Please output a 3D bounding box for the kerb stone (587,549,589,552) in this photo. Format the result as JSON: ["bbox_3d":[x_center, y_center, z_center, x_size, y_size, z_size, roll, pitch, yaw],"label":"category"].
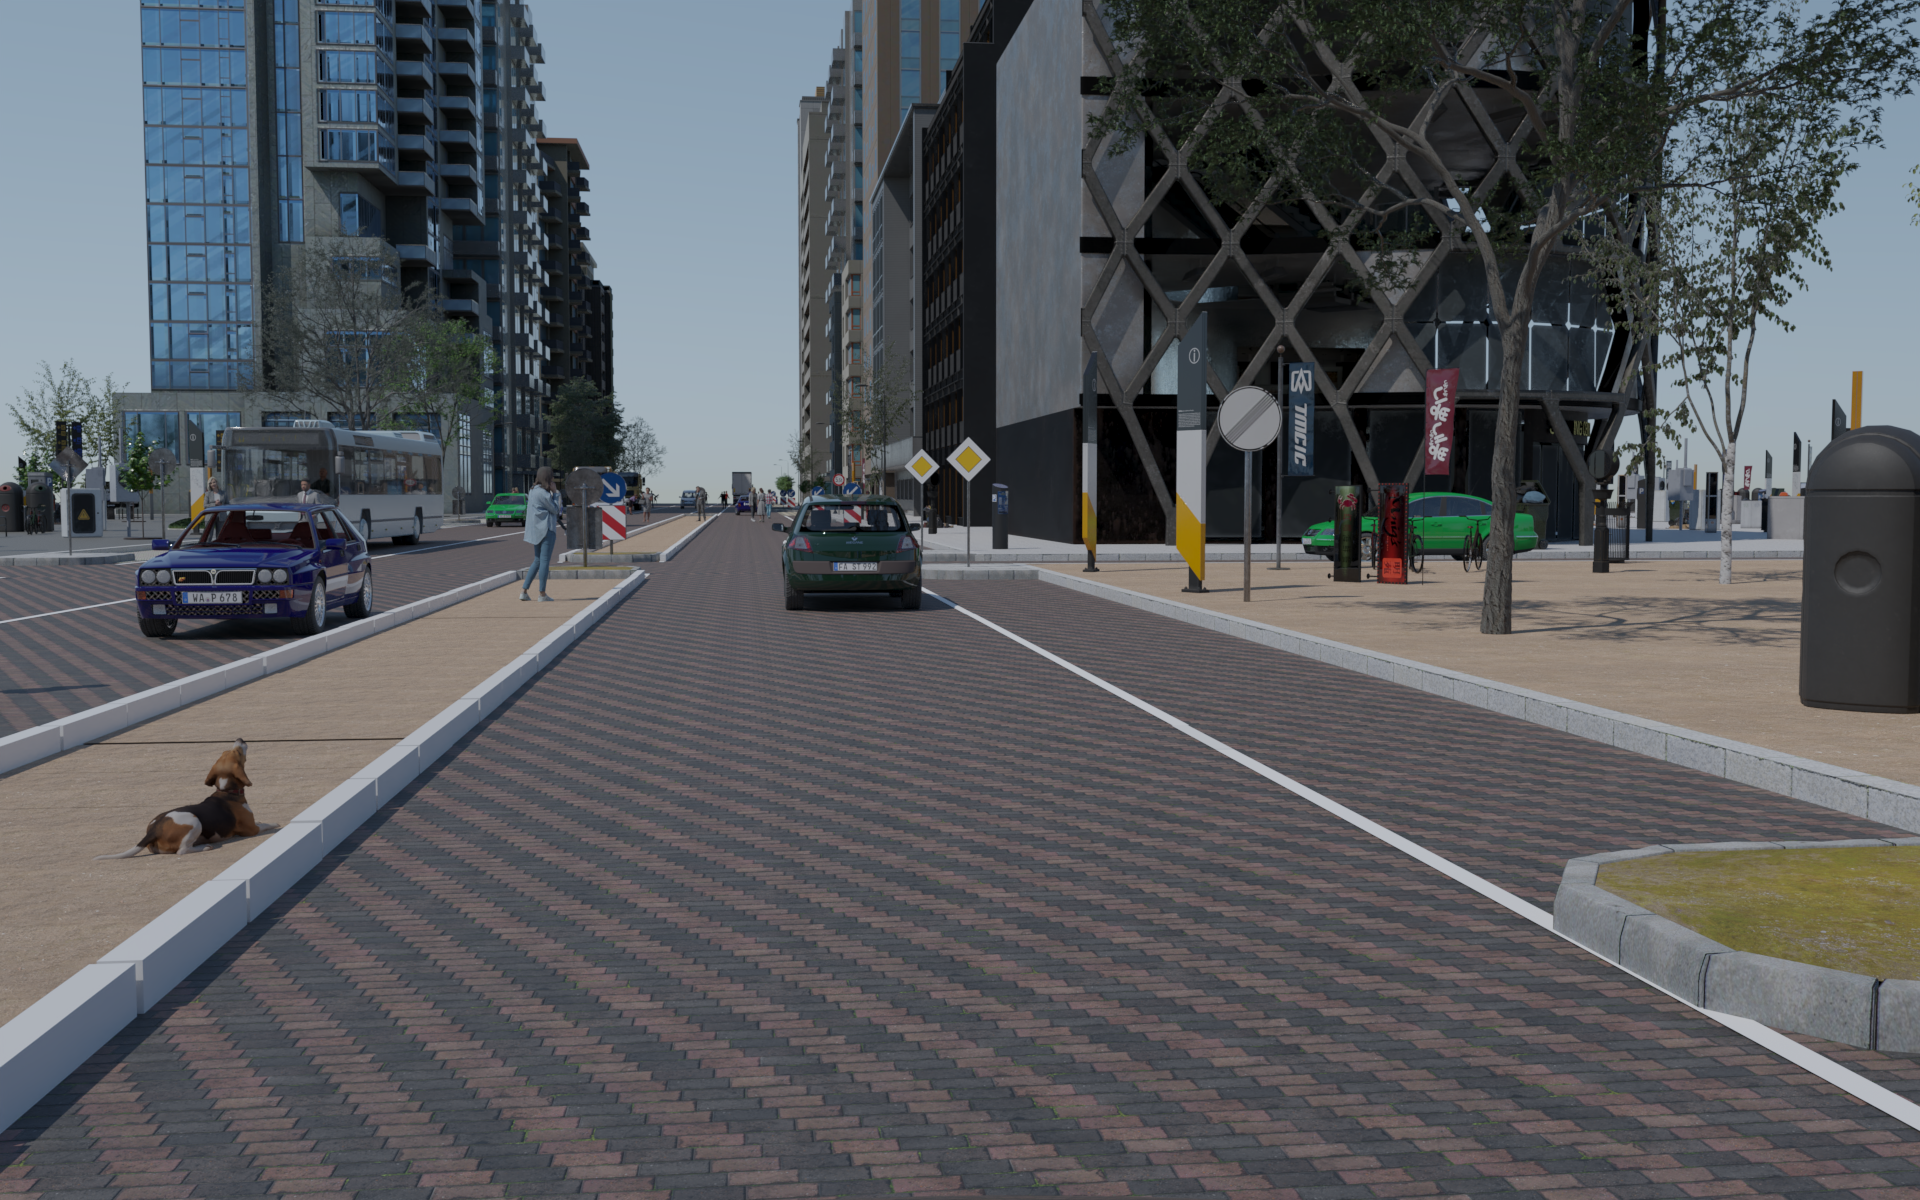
[{"bbox_3d":[-8.984,-1.156,41.158,0.120,0.150,1.000,0,4,-7],"label":"kerb stone"}]

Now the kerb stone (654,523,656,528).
[{"bbox_3d":[-12.787,-3.024,71.669,0.120,0.150,1.000,0,4,-7],"label":"kerb stone"}]

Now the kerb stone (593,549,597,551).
[{"bbox_3d":[-9.357,-1.346,44.201,0.120,0.150,1.000,0,4,-7],"label":"kerb stone"}]

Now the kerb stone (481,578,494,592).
[{"bbox_3d":[-7.003,-0.189,25.368,0.120,0.150,1.000,0,4,-7],"label":"kerb stone"}]

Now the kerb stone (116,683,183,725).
[{"bbox_3d":[-5.225,0.678,11.106,0.120,0.150,1.000,0,4,-7],"label":"kerb stone"}]

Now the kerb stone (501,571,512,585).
[{"bbox_3d":[-7.259,-0.318,27.396,0.120,0.150,1.000,0,4,-7],"label":"kerb stone"}]

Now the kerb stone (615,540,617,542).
[{"bbox_3d":[-10.121,-1.717,50.297,0.120,0.150,1.000,0,4,-7],"label":"kerb stone"}]

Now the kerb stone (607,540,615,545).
[{"bbox_3d":[-9.994,-1.651,49.282,0.120,0.150,1.000,0,4,-7],"label":"kerb stone"}]

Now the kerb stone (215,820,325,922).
[{"bbox_3d":[-2.496,0.977,6.279,0.120,0.150,1.000,0,4,-7],"label":"kerb stone"}]

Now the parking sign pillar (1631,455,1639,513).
[{"bbox_3d":[46.082,-7.952,118.489,1.447,3.967,1.447,1,4,13],"label":"parking sign pillar"}]

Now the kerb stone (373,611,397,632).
[{"bbox_3d":[-6.116,0.247,18.229,0.120,0.150,1.000,0,4,-7],"label":"kerb stone"}]

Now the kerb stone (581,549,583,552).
[{"bbox_3d":[-8.843,-1.094,40.137,0.120,0.150,1.000,0,4,-7],"label":"kerb stone"}]

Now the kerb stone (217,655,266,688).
[{"bbox_3d":[-5.485,0.558,13.137,0.120,0.150,1.000,0,4,-7],"label":"kerb stone"}]

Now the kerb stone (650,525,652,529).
[{"bbox_3d":[-12.407,-2.839,68.619,0.120,0.150,1.000,0,4,-7],"label":"kerb stone"}]

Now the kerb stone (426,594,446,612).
[{"bbox_3d":[-6.494,0.056,21.288,0.120,0.150,1.000,0,4,-7],"label":"kerb stone"}]

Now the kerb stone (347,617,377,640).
[{"bbox_3d":[-5.990,0.305,17.204,0.120,0.150,1.000,0,4,-7],"label":"kerb stone"}]

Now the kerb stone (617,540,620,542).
[{"bbox_3d":[-10.249,-1.781,51.320,0.120,0.150,1.000,0,4,-7],"label":"kerb stone"}]

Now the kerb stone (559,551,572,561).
[{"bbox_3d":[-8.467,-0.910,37.078,0.120,0.150,1.000,0,4,-7],"label":"kerb stone"}]

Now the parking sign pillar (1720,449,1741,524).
[{"bbox_3d":[33.017,-5.257,74.425,1.447,3.967,1.447,2,4,27],"label":"parking sign pillar"}]

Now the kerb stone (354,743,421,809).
[{"bbox_3d":[-2.759,0.849,8.331,0.120,0.150,1.000,0,4,-7],"label":"kerb stone"}]

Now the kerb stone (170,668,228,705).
[{"bbox_3d":[-5.354,0.616,12.123,0.120,0.150,1.000,0,4,-7],"label":"kerb stone"}]

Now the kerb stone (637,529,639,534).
[{"bbox_3d":[-11.390,-2.341,60.475,0.120,0.150,1.000,0,4,-7],"label":"kerb stone"}]

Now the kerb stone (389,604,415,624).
[{"bbox_3d":[-6.244,0.180,19.249,0.120,0.150,1.000,0,4,-7],"label":"kerb stone"}]

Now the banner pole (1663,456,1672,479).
[{"bbox_3d":[46.486,-7.580,113.956,0.863,3.779,0.401,-1,4,-20],"label":"banner pole"}]

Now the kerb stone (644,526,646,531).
[{"bbox_3d":[-11.900,-2.591,64.552,0.120,0.150,1.000,0,4,-7],"label":"kerb stone"}]

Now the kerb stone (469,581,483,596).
[{"bbox_3d":[-6.880,-0.130,24.341,0.120,0.150,1.000,0,4,-7],"label":"kerb stone"}]

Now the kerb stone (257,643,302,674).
[{"bbox_3d":[-5.595,0.491,14.160,0.120,0.150,1.000,0,4,-7],"label":"kerb stone"}]

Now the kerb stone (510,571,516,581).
[{"bbox_3d":[-7.386,-0.380,28.415,0.120,0.150,1.000,0,4,-7],"label":"kerb stone"}]

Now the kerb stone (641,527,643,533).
[{"bbox_3d":[-11.641,-2.467,62.523,0.120,0.150,1.000,0,4,-7],"label":"kerb stone"}]

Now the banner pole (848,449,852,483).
[{"bbox_3d":[-6.185,-6.541,96.959,0.401,3.779,0.863,1,4,11],"label":"banner pole"}]

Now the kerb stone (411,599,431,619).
[{"bbox_3d":[-6.366,0.118,20.264,0.120,0.150,1.000,0,4,-7],"label":"kerb stone"}]

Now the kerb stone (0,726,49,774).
[{"bbox_3d":[-4.973,0.803,9.074,0.120,0.150,1.000,0,4,-7],"label":"kerb stone"}]

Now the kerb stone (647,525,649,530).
[{"bbox_3d":[-12.155,-2.714,66.587,0.120,0.150,1.000,0,4,-7],"label":"kerb stone"}]

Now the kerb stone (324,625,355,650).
[{"bbox_3d":[-5.859,0.370,16.190,0.120,0.150,1.000,0,4,-7],"label":"kerb stone"}]

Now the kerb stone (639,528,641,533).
[{"bbox_3d":[-11.516,-2.404,61.501,0.120,0.150,1.000,0,4,-7],"label":"kerb stone"}]

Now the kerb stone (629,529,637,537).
[{"bbox_3d":[-11.261,-2.278,59.459,0.120,0.150,1.000,0,4,-7],"label":"kerb stone"}]

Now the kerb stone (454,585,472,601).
[{"bbox_3d":[-6.747,-0.069,23.320,0.120,0.150,1.000,0,4,-7],"label":"kerb stone"}]

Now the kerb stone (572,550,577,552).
[{"bbox_3d":[-8.586,-0.969,38.094,0.120,0.150,1.000,0,4,-7],"label":"kerb stone"}]

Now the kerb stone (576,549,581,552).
[{"bbox_3d":[-8.721,-1.035,39.117,0.120,0.150,1.000,0,4,-7],"label":"kerb stone"}]

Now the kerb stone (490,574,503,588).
[{"bbox_3d":[-7.132,-0.256,26.382,0.120,0.150,1.000,0,4,-7],"label":"kerb stone"}]

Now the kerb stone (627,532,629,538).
[{"bbox_3d":[-10.751,-2.030,55.392,0.120,0.150,1.000,0,4,-7],"label":"kerb stone"}]

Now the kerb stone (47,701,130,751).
[{"bbox_3d":[-5.093,0.740,10.092,0.120,0.150,1.000,0,4,-7],"label":"kerb stone"}]

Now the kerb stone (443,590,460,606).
[{"bbox_3d":[-6.621,0.000,22.303,0.120,0.150,1.000,0,4,-7],"label":"kerb stone"}]

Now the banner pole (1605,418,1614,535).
[{"bbox_3d":[20.455,-3.948,54.570,0.401,3.779,0.863,0,4,2],"label":"banner pole"}]

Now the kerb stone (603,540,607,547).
[{"bbox_3d":[-9.606,-1.470,46.237,0.120,0.150,1.000,0,4,-7],"label":"kerb stone"}]

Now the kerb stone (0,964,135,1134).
[{"bbox_3d":[-2.255,1.099,4.243,0.120,0.150,1.000,0,4,-7],"label":"kerb stone"}]

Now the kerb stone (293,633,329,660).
[{"bbox_3d":[-5.734,0.430,15.175,0.120,0.150,1.000,0,4,-7],"label":"kerb stone"}]

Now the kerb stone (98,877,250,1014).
[{"bbox_3d":[-2.371,1.036,5.259,0.120,0.150,1.000,0,4,-7],"label":"kerb stone"}]

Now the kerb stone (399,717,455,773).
[{"bbox_3d":[-2.885,0.786,9.347,0.120,0.150,1.000,0,4,-7],"label":"kerb stone"}]

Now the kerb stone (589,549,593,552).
[{"bbox_3d":[-9.101,-1.221,42.173,0.120,0.150,1.000,0,4,-7],"label":"kerb stone"}]

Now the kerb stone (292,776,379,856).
[{"bbox_3d":[-2.631,0.911,7.305,0.120,0.150,1.000,0,4,-7],"label":"kerb stone"}]

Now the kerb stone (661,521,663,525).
[{"bbox_3d":[-13.556,-3.400,77.782,0.120,0.150,1.000,0,4,-7],"label":"kerb stone"}]
